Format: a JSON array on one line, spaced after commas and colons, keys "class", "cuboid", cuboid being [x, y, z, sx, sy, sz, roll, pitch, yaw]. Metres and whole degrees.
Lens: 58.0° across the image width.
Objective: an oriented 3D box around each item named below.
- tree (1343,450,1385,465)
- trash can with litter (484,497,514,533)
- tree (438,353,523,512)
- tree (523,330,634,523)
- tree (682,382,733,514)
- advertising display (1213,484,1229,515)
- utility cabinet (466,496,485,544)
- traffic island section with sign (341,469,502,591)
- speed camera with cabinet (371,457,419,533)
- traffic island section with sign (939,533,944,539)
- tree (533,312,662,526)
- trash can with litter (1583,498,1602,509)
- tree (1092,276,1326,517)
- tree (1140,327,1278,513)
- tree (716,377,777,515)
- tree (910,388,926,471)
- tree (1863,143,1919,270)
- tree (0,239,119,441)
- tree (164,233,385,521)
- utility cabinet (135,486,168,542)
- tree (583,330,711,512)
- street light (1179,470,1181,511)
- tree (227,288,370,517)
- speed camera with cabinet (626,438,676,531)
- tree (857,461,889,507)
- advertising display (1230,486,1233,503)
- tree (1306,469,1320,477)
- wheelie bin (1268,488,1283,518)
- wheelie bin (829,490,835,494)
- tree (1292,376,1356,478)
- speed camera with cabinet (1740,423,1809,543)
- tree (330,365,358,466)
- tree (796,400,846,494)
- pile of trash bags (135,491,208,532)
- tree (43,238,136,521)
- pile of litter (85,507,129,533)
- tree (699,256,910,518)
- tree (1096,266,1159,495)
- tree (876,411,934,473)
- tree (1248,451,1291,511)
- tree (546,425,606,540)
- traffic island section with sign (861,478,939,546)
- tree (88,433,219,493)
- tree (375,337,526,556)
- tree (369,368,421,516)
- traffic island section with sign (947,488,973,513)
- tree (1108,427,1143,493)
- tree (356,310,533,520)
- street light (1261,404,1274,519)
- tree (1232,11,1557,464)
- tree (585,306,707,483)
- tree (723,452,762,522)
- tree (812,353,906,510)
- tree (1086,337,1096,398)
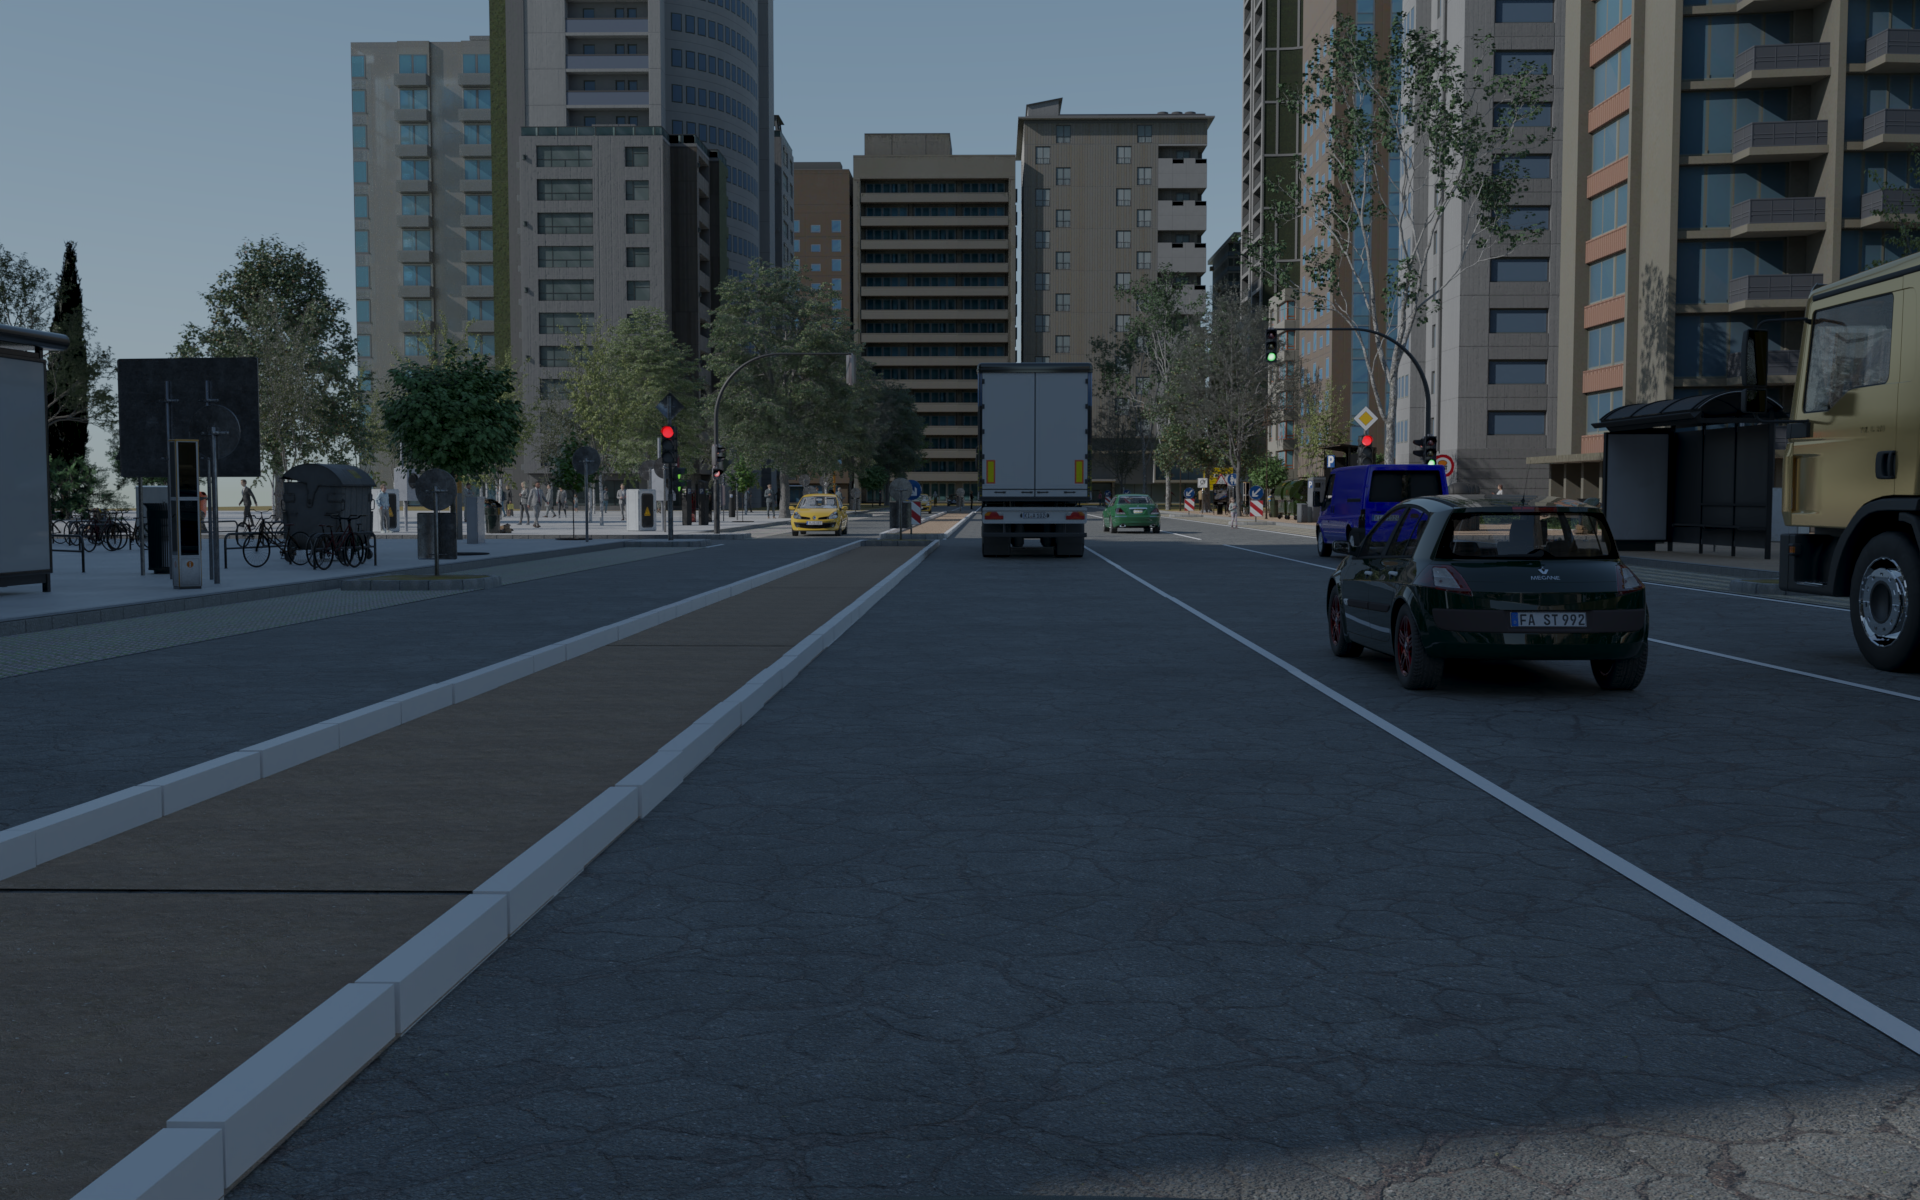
[{"class": "tree", "cuboid": [26.951, -8.044, 115.227, 4.285, 4.588, 4.351, 0, 3, 0]}, {"class": "trash can with litter", "cuboid": [-15.121, -2.762, 56.539, 0.624, 1.170, 1.055, 2, 4, 28]}, {"class": "tree", "cuboid": [-25.063, -8.624, 91.359, 4.360, 8.622, 3.978, 0, 3, 0]}, {"class": "tree", "cuboid": [-16.716, -7.743, 76.961, 4.360, 8.622, 3.978, 0, 3, 0]}, {"class": "tree", "cuboid": [-15.682, -9.827, 111.025, 4.360, 8.622, 3.978, 0, 3, 0]}, {"class": "advertising display", "cuboid": [16.181, -6.273, 107.776, 0.974, 1.923, 0.123, -1, 4, -22]}, {"class": "utility cabinet", "cuboid": [-12.587, -2.069, 44.991, 0.306, 1.237, 1.020, 0, 4, -5]}, {"class": "traffic island section with sign", "cuboid": [-8.142, -1.093, 26.492, 1.989, 1.847, 2.006, 0, 4, 1]}, {"class": "speed camera with cabinet", "cuboid": [-19.103, -3.921, 58.443, 0.660, 3.252, 2.038, 1, 4, 20]}, {"class": "traffic island section with sign", "cuboid": [-1.524, -2.896, 55.487, 2.006, 1.907, 1.989, 0, 4, 1]}, {"class": "tree", "cuboid": [-14.466, -7.334, 70.274, 4.737, 8.622, 4.395, 0, 3, 0]}, {"class": "trash can with litter", "cuboid": [19.911, -2.661, 54.894, 1.055, 1.170, 0.624, -3, 5, -43]}, {"class": "tree", "cuboid": [15.719, -11.488, 98.206, 12.009, 13.543, 11.850, 0, 3, 0]}, {"class": "tree", "cuboid": [17.033, -12.342, 118.792, 9.611, 12.733, 9.660, 0, 3, 0]}, {"class": "tree", "cuboid": [-12.910, -9.520, 106.014, 4.737, 8.622, 4.395, 0, 3, 0]}, {"class": "tree", "cuboid": [-8.155, -17.485, 192.535, 9.857, 13.997, 8.962, 0, 3, 0]}, {"class": "tree", "cuboid": [20.648, -5.232, 35.904, 4.737, 8.622, 4.395, 0, 3, 0]}, {"class": "tree", "cuboid": [-34.065, -7.896, 63.507, 7.601, 10.594, 8.767, 0, 4, 3]}, {"class": "tree", "cuboid": [-30.127, -9.736, 76.190, 9.611, 12.733, 9.660, 0, 3, 0]}, {"class": "utility cabinet", "cuboid": [-21.321, -2.295, 46.202, 1.173, 1.500, 0.318, -1, 4, -21]}, {"class": "tree", "cuboid": [-21.522, -12.452, 120.598, 9.611, 12.733, 9.660, 0, 3, 0]}, {"class": "street light", "cuboid": [16.579, -9.625, 130.153, 0.468, 5.910, 1.993, 0, 4, 1]}, {"class": "tree", "cuboid": [-23.904, -6.784, 61.284, 4.360, 8.622, 3.978, 0, 3, 0]}, {"class": "speed camera with cabinet", "cuboid": [-10.746, -4.034, 60.290, 0.660, 3.252, 2.038, 2, 4, 29]}, {"class": "tree", "cuboid": [-8.463, -11.243, 167.529, 4.285, 4.588, 4.351, 0, 3, 0]}, {"class": "advertising display", "cuboid": [19.512, -7.378, 125.843, 0.123, 1.923, 0.974, 3, 5, 44]}, {"class": "tree", "cuboid": [26.512, -8.277, 129.932, 1.663, 3.219, 1.824, 0, 3, 0]}, {"class": "wheelie bin", "cuboid": [17.280, -5.284, 94.309, 0.980, 1.594, 0.693, -1, 4, -17]}, {"class": "wheelie bin", "cuboid": [-9.491, -7.250, 126.452, 0.980, 1.594, 0.693, 2, 4, 26]}, {"class": "tree", "cuboid": [22.606, -9.675, 108.556, 4.737, 8.622, 4.395, 0, 3, 0]}, {"class": "speed camera with cabinet", "cuboid": [21.612, -3.177, 46.279, 0.660, 3.252, 2.038, -2, 4, -34]}, {"class": "tree", "cuboid": [-32.605, -8.818, 94.530, 4.737, 8.622, 4.395, 0, 3, 0]}, {"class": "tree", "cuboid": [-9.118, -10.105, 115.585, 4.360, 8.622, 3.978, 0, 3, 0]}, {"class": "pile of trash bags", "cuboid": [-25.610, -2.882, 56.870, 1.912, 1.369, 3.447, 0, 3, 0]}, {"class": "tree", "cuboid": [-50.854, -11.380, 87.876, 18.604, 14.587, 13.155, -1, 4, -8]}, {"class": "pile of litter", "cuboid": [-28.475, -2.659, 57.444, 1.719, 0.858, 1.176, 1, 4, 10]}, {"class": "tree", "cuboid": [-9.377, -11.314, 91.631, 9.857, 13.997, 8.962, 0, 3, 0]}, {"class": "tree", "cuboid": [17.624, -17.342, 139.434, 12.611, 20.169, 13.585, 0, 3, 0]}, {"class": "tree", "cuboid": [-7.000, -17.111, 205.512, 9.928, 11.665, 9.643, 0, 3, 0]}, {"class": "tree", "cuboid": [22.879, -8.851, 128.430, 4.285, 4.588, 4.351, 0, 3, 0]}, {"class": "tree", "cuboid": [-10.707, -3.296, 48.496, 1.663, 3.219, 1.824, 0, 3, 0]}, {"class": "traffic island section with sign", "cuboid": [-1.686, -2.443, 48.082, 2.006, 1.907, 1.989, 0, 4, 1]}, {"class": "tree", "cuboid": [-57.707, -9.333, 115.495, 20.602, 7.101, 11.467, 0, 4, 6]}, {"class": "tree", "cuboid": [-10.693, -3.236, 36.615, 4.285, 4.588, 4.351, 0, 3, 0]}, {"class": "tree", "cuboid": [-32.523, -9.211, 100.960, 4.360, 8.622, 3.978, 0, 3, 0]}, {"class": "traffic island section with sign", "cuboid": [0.012, -7.491, 130.610, 2.006, 1.907, 1.989, 0, 4, 1]}, {"class": "tree", "cuboid": [17.932, -14.601, 189.096, 4.360, 8.622, 3.978, 0, 3, 0]}, {"class": "tree", "cuboid": [-20.325, -7.217, 68.362, 4.737, 8.622, 4.395, 0, 3, 0]}, {"class": "street light", "cuboid": [15.725, -7.091, 88.733, 0.468, 5.910, 1.993, 0, 4, 1]}, {"class": "tree", "cuboid": [16.702, -12.915, 67.048, 12.611, 20.169, 13.585, 0, 3, 0]}, {"class": "tree", "cuboid": [-19.255, -11.427, 104.955, 7.486, 12.596, 7.792, 0, 3, 0]}, {"class": "tree", "cuboid": [-10.050, -5.163, 79.010, 1.663, 3.219, 1.824, 0, 3, 0]}, {"class": "tree", "cuboid": [-8.962, -14.081, 140.602, 12.009, 13.543, 11.850, 0, 3, 0]}, {"class": "tree", "cuboid": [18.094, -19.072, 167.718, 12.611, 20.169, 13.585, 0, 3, 0]}]
